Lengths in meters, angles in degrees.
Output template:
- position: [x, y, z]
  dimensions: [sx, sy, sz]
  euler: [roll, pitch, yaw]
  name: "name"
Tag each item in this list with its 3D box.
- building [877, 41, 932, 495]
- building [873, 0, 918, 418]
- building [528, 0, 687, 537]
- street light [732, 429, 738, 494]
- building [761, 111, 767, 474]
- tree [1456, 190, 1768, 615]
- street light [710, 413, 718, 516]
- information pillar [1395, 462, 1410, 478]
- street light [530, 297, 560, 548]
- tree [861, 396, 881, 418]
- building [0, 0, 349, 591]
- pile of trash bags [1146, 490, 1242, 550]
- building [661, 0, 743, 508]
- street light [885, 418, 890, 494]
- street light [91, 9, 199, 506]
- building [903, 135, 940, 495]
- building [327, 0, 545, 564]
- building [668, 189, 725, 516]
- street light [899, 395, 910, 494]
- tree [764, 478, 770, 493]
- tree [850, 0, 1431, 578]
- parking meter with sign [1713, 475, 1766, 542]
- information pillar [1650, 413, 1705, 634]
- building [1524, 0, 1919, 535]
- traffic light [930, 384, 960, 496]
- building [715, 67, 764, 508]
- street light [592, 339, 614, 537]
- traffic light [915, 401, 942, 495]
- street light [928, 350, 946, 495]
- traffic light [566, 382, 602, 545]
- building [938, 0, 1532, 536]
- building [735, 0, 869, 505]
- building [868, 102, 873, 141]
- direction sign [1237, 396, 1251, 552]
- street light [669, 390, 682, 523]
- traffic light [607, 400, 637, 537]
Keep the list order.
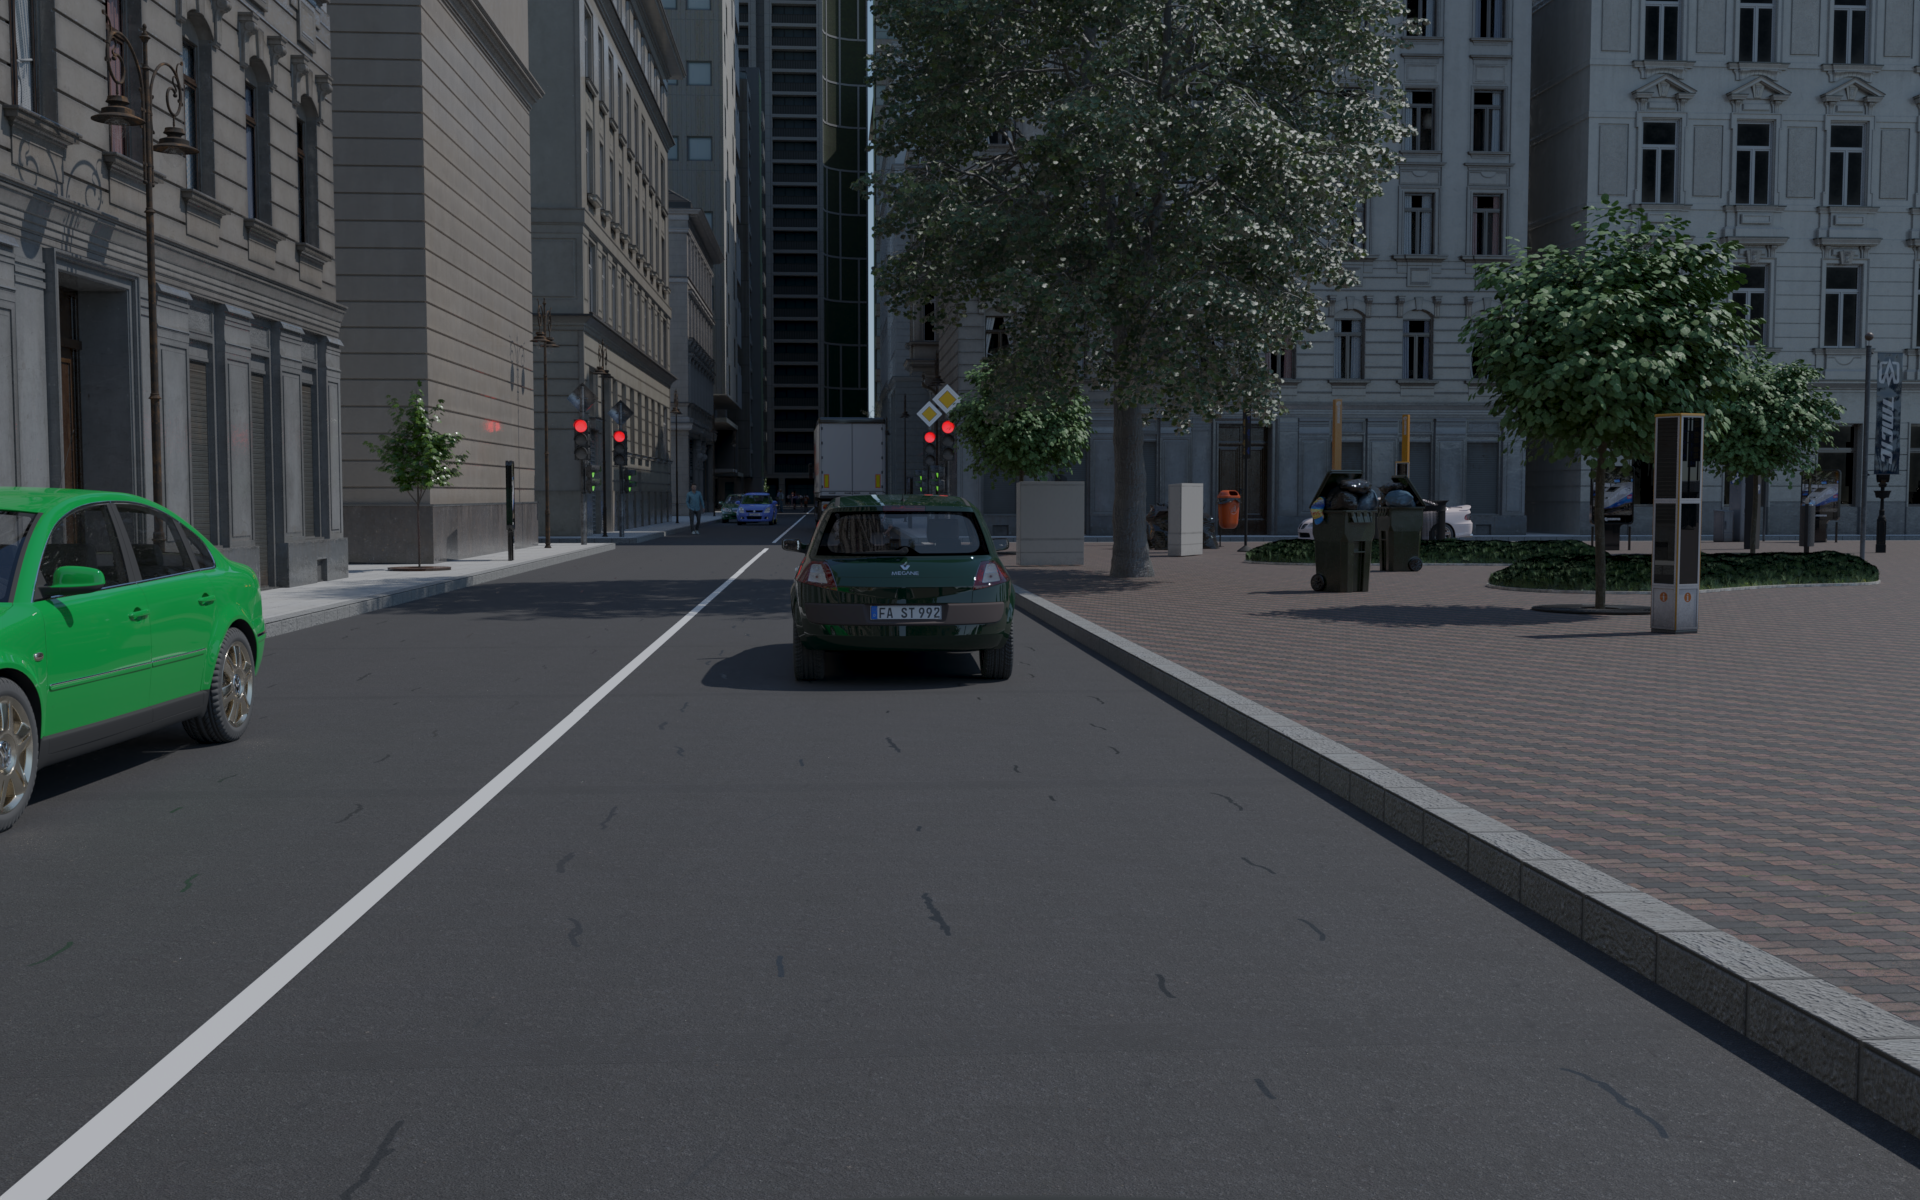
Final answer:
- position: [0.626, -20.488, 112.469]
  dimensions: [11.434, 29.767, 29.804]
  euler: [0, 4, -4]
  name: "building"
- position: [-0.075, -27.996, 141.326]
  dimensions: [14.154, 41.232, 14.086]
  euler: [0, 4, -4]
  name: "building"
- position: [-19.596, -14.194, 65.364]
  dimensions: [16.112, 22.955, 30.059]
  euler: [0, 4, -4]
  name: "building"
- position: [-16.030, -9.204, 123.273]
  dimensions: [0.468, 5.910, 1.993]
  euler: [0, 4, -4]
  name: "street light"
- position: [-36.688, -34.826, 189.021]
  dimensions: [30.456, 49.044, 23.786]
  euler: [0, 4, -4]
  name: "building"
- position: [7.112, -2.155, 18.942]
  dimensions: [4.285, 4.588, 4.351]
  euler: [0, 3, 0]
  name: "tree"
- position: [-14.147, -7.754, 99.572]
  dimensions: [0.468, 5.910, 1.993]
  euler: [0, 4, -4]
  name: "street light"
- position: [10.050, -2.134, 39.389]
  dimensions: [0.304, 2.012, 0.304]
  euler: [1, 4, 17]
  name: "information pillar"
- position: [-9.776, -4.166, 40.907]
  dimensions: [0.468, 5.910, 1.993]
  euler: [0, 4, -4]
  name: "street light"
- position: [-5.590, -11.044, 130.936]
  dimensions: [4.360, 8.622, 3.978]
  euler: [0, 3, 0]
  name: "tree"
- position: [-13.383, -10.248, 16.700]
  dimensions: [9.793, 20.994, 18.267]
  euler: [0, 4, -4]
  name: "building"
- position: [5.367, -1.912, 41.015]
  dimensions: [3.447, 1.369, 1.912]
  euler: [-3, 4, -38]
  name: "pile of trash bags"
- position: [-31.585, -33.583, 138.318]
  dimensions: [28.713, 52.752, 27.495]
  euler: [0, 4, -4]
  name: "building"
- position: [-4.356, -7.974, 103.166]
  dimensions: [0.468, 5.910, 1.993]
  euler: [0, 4, -4]
  name: "street light"
- position: [-8.014, -2.716, 17.197]
  dimensions: [0.468, 5.910, 1.993]
  euler: [0, 4, -4]
  name: "street light"
- position: [4.633, -15.997, 80.630]
  dimensions: [14.460, 24.649, 34.723]
  euler: [0, 4, -4]
  name: "building"
- position: [-22.146, -14.584, 35.719]
  dimensions: [25.104, 27.353, 12.463]
  euler: [0, 4, -4]
  name: "building"
- position: [-20.173, -15.294, 100.970]
  dimensions: [10.553, 20.767, 40.483]
  euler: [0, 4, -4]
  name: "building"
- position: [-2.517, -6.524, 79.462]
  dimensions: [0.468, 5.910, 1.993]
  euler: [0, 4, -4]
  name: "street light"
- position: [-19.567, -10.881, 172.503]
  dimensions: [1.663, 3.219, 1.824]
  euler: [0, 3, 0]
  name: "tree"
- position: [2.659, -7.322, 26.378]
  dimensions: [9.857, 13.997, 8.962]
  euler: [0, 3, 0]
  name: "tree"
- position: [21.009, -3.070, 46.451]
  dimensions: [1.738, 3.016, 0.543]
  euler: [-2, 4, -25]
  name: "parking meter with sign"
- position: [6.604, -0.701, 15.954]
  dimensions: [0.304, 2.012, 0.304]
  euler: [-2, 4, -25]
  name: "information pillar"
- position: [40.047, -17.490, 62.383]
  dimensions: [44.131, 29.872, 17.030]
  euler: [0, 4, -4]
  name: "building"
- position: [-0.344, -3.388, 44.319]
  dimensions: [0.839, 4.253, 0.868]
  euler: [0, 4, -4]
  name: "traffic light"
- position: [-25.639, -29.182, 160.715]
  dimensions: [14.154, 41.232, 14.086]
  euler: [0, 4, -4]
  name: "building"
- position: [-10.651, -4.832, 51.787]
  dimensions: [0.468, 5.910, 1.993]
  euler: [0, 4, -4]
  name: "street light"
- position: [-0.943, -3.875, 52.282]
  dimensions: [0.839, 4.253, 0.868]
  euler: [0, 4, -4]
  name: "traffic light"
- position: [-0.744, -5.074, 55.753]
  dimensions: [0.468, 5.910, 1.993]
  euler: [0, 4, -4]
  name: "street light"
- position: [-9.478, -3.345, 43.618]
  dimensions: [0.839, 4.253, 0.868]
  euler: [0, 4, -4]
  name: "traffic light"
- position: [8.414, -12.735, 57.376]
  dimensions: [18.267, 20.994, 9.793]
  euler: [0, 4, -4]
  name: "building"
- position: [-21.834, -47.709, 218.286]
  dimensions: [20.611, 71.187, 20.563]
  euler: [0, 4, -4]
  name: "building"
- position: [2.221, -38.925, 225.669]
  dimensions: [27.495, 52.752, 28.713]
  euler: [0, 4, -4]
  name: "building"
- position: [6.348, -2.838, 38.400]
  dimensions: [0.379, 3.537, 0.876]
  euler: [0, 4, -1]
  name: "direction sign"
- position: [-12.410, -6.304, 75.859]
  dimensions: [0.468, 5.910, 1.993]
  euler: [0, 4, -4]
  name: "street light"
- position: [-10.078, -3.832, 51.581]
  dimensions: [0.839, 4.253, 0.868]
  euler: [0, 4, -4]
  name: "traffic light"
